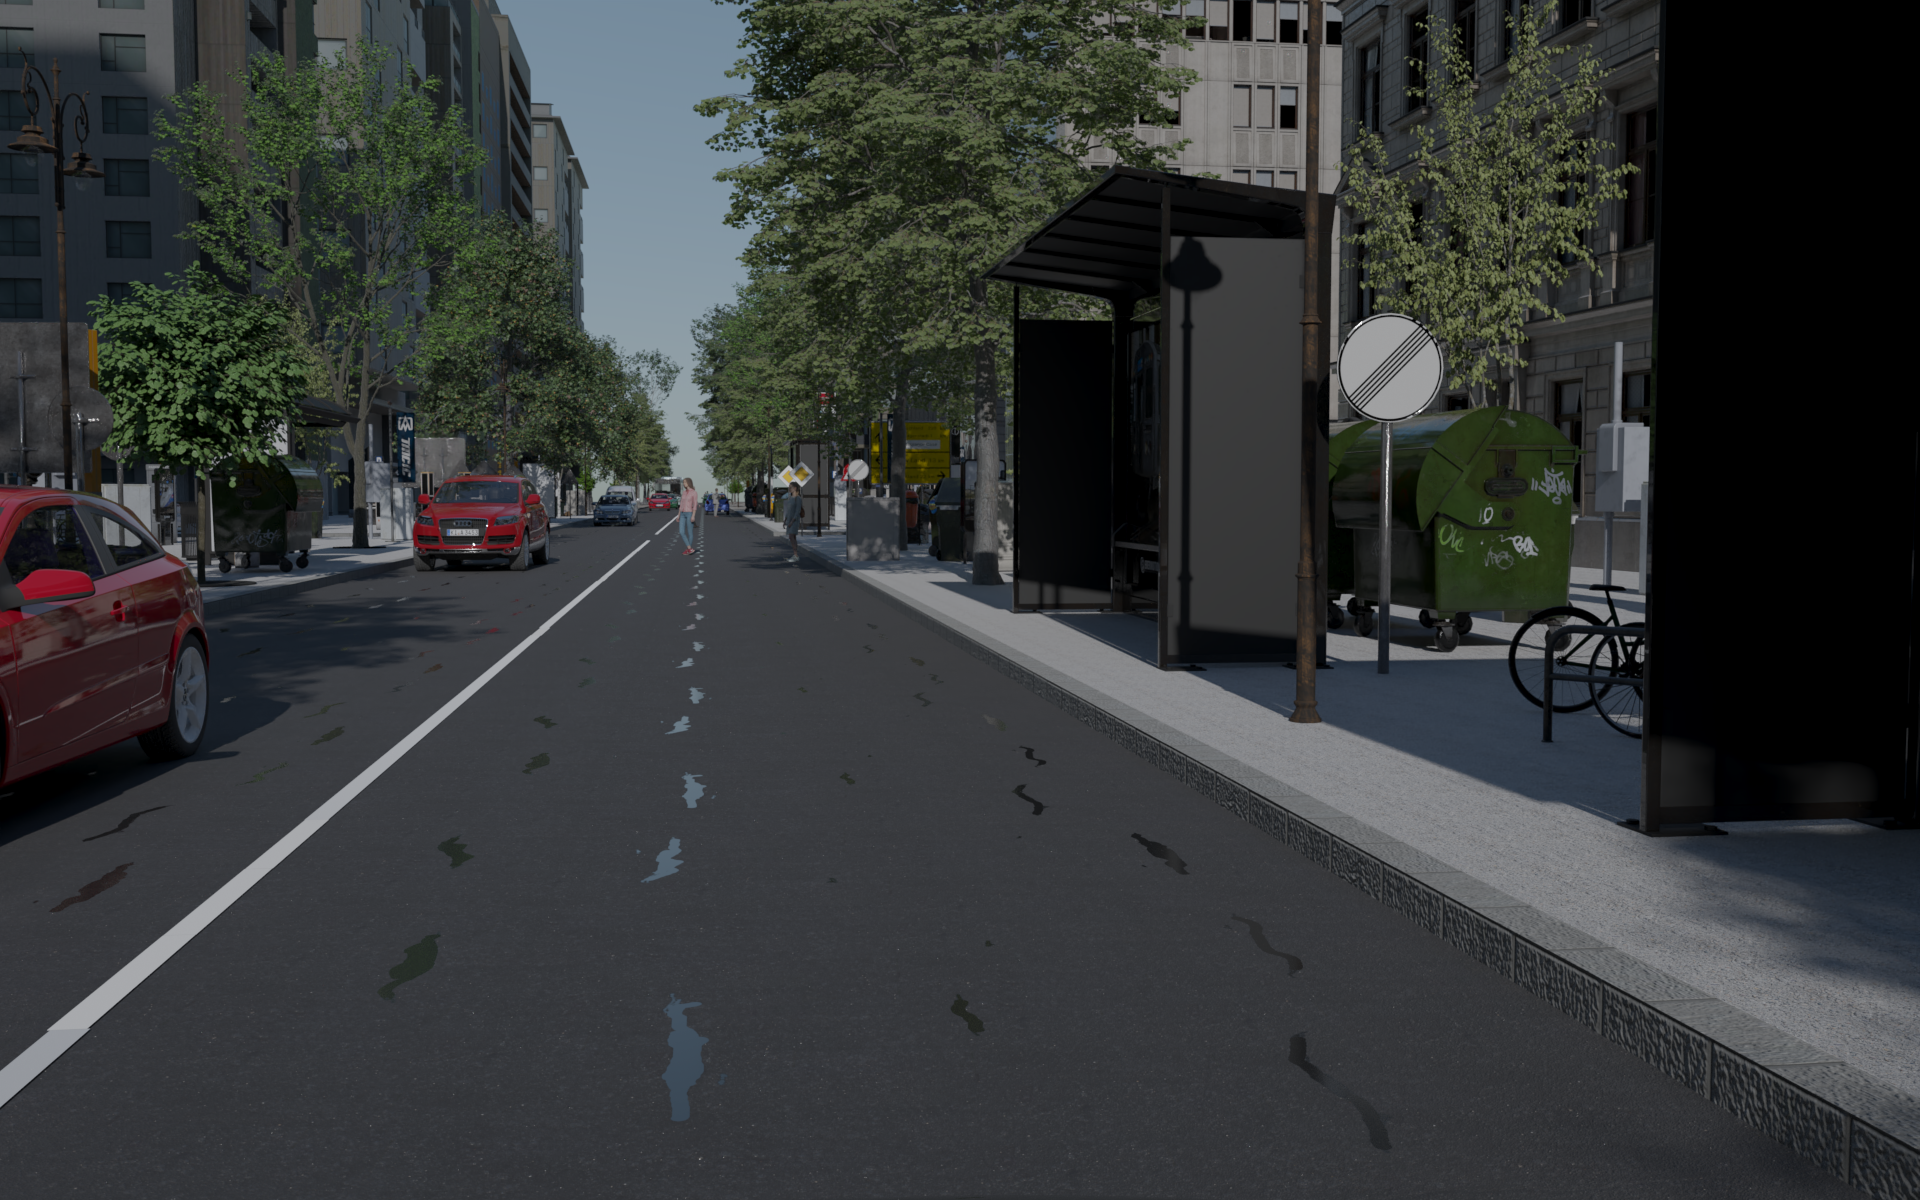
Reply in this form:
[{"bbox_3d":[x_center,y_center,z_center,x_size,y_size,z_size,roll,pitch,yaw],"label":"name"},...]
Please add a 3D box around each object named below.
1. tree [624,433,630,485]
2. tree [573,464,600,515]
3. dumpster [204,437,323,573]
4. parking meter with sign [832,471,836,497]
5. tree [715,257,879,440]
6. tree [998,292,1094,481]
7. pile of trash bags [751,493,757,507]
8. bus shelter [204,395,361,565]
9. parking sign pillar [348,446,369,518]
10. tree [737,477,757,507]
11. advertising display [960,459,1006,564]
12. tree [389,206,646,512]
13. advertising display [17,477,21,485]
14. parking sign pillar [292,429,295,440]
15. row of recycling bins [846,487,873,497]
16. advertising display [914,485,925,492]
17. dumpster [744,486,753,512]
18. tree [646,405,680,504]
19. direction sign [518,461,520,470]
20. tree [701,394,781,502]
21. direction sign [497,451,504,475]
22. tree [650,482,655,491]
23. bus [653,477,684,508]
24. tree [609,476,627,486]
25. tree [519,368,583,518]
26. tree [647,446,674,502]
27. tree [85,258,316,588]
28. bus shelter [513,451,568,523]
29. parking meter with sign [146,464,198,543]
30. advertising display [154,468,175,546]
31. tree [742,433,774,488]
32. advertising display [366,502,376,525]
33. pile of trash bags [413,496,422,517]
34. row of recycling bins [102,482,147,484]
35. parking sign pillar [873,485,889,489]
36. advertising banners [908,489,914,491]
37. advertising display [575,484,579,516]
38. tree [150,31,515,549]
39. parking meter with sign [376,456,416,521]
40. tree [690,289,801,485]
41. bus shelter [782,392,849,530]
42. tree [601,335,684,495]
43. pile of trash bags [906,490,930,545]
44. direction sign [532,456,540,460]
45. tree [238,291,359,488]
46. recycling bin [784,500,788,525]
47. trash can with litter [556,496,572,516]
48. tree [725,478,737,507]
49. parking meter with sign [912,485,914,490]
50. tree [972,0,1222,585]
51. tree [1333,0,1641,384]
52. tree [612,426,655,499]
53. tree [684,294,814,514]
[{"bbox_3d":[-35.905,-16.810,192.969,7.486,12.596,7.792,0,3,0],"label":"tree"},{"bbox_3d":[-23.317,-6.908,107.547,1.663,3.219,1.824,0,3,0],"label":"tree"},{"bbox_3d":[-11.599,-1.613,28.873,1.502,2.255,1.985,-1,4,-8],"label":"dumpster"},{"bbox_3d":[-9.232,-8.168,129.801,0.543,3.016,1.738,-1,4,-9],"label":"parking meter with sign"},{"bbox_3d":[-6.967,-9.175,75.759,9.928,11.665,9.643,0,3,0],"label":"tree"},{"bbox_3d":[2.812,-6.173,51.299,4.737,8.622,4.395,0,3,0],"label":"tree"},{"bbox_3d":[-12.134,-6.366,113.842,3.447,1.369,1.912,-3,4,-36],"label":"pile of trash bags"},{"bbox_3d":[-13.185,-2.427,33.600,2.014,3.302,5.546,-1,4,-8],"label":"bus shelter"},{"bbox_3d":[-32.494,-6.458,94.063,1.447,3.967,1.447,0,4,1],"label":"parking sign pillar"},{"bbox_3d":[-19.875,-10.438,165.267,1.663,3.219,1.824,0,3,0],"label":"tree"},{"bbox_3d":[0.434,-1.639,32.007,0.974,1.923,0.123,-3,4,-36],"label":"advertising display"},{"bbox_3d":[-18.004,-9.310,69.219,9.611,12.733,9.660,0,3,0],"label":"tree"},{"bbox_3d":[-25.125,-2.549,46.885,0.974,1.923,0.123,1,4,21],"label":"advertising display"},{"bbox_3d":[-23.063,-4.268,58.257,1.447,3.967,1.447,3,5,42],"label":"parking sign pillar"},{"bbox_3d":[-5.631,-6.112,107.036,3.534,1.692,1.069,1,4,17],"label":"row of recycling bins"},{"bbox_3d":[-2.347,-5.634,97.326,0.123,1.923,0.974,-2,4,-25],"label":"advertising display"},{"bbox_3d":[-14.699,-7.167,122.931,1.264,1.857,1.865,-1,4,-8],"label":"dumpster"},{"bbox_3d":[-26.148,-12.517,121.657,9.611,12.733,9.660,0,3,0],"label":"tree"},{"bbox_3d":[-24.788,-6.428,97.103,0.379,3.537,0.876,1,4,12],"label":"direction sign"},{"bbox_3d":[-15.255,-11.883,128.697,8.767,10.594,7.601,0,4,-2],"label":"tree"},{"bbox_3d":[-23.326,-5.898,88.434,0.876,3.537,0.379,3,4,38],"label":"direction sign"},{"bbox_3d":[-49.931,-20.473,285.101,4.360,8.622,3.978,0,3,0],"label":"tree"},{"bbox_3d":[-30.009,-11.276,179.214,2.948,3.499,13.247,0,4,-7],"label":"bus"},{"bbox_3d":[-31.018,-9.935,157.044,1.663,3.219,1.824,0,3,0],"label":"tree"},{"bbox_3d":[-21.916,-8.801,94.256,4.737,8.622,4.395,0,3,0],"label":"tree"},{"bbox_3d":[-42.801,-18.598,238.483,7.601,10.594,8.767,0,4,3],"label":"tree"},{"bbox_3d":[-10.680,-2.477,24.205,4.285,4.588,4.351,0,3,0],"label":"tree"},{"bbox_3d":[-18.954,-5.182,78.645,2.014,3.302,5.546,-1,4,-9],"label":"bus shelter"},{"bbox_3d":[-20.756,-2.981,45.003,1.738,3.016,0.543,-1,4,-21],"label":"parking meter with sign"},{"bbox_3d":[-19.819,-2.322,43.173,0.123,1.923,0.974,0,4,-4],"label":"advertising display"},{"bbox_3d":[-16.329,-11.647,140.796,4.737,8.622,4.395,0,3,0],"label":"tree"},{"bbox_3d":[-24.396,-4.067,71.709,0.974,1.923,0.123,-1,4,-16],"label":"advertising display"},{"bbox_3d":[-29.605,-5.207,94.888,1.912,1.369,3.447,1,4,15],"label":"pile of trash bags"},{"bbox_3d":[-28.950,-3.218,59.730,1.069,1.692,3.534,2,4,24],"label":"row of recycling bins"},{"bbox_3d":[-3.864,-6.233,90.388,1.447,3.967,1.447,-1,4,-12],"label":"parking sign pillar"},{"bbox_3d":[-1.445,-3.264,49.553,0.090,3.025,2.074,-1,4,-8],"label":"advertising banners"},{"bbox_3d":[-22.536,-5.912,101.882,0.123,1.923,0.974,-1,4,-17],"label":"advertising display"},{"bbox_3d":[-14.230,-7.010,40.371,9.928,11.665,9.643,0,3,0],"label":"tree"},{"bbox_3d":[-26.346,-5.181,80.974,0.543,3.016,1.738,3,5,42],"label":"parking meter with sign"},{"bbox_3d":[-17.130,-18.225,153.875,12.611,20.169,13.585,0,3,0],"label":"tree"},{"bbox_3d":[-5.564,-5.378,65.561,2.179,5.291,8.768,-1,4,-8],"label":"bus shelter"},{"bbox_3d":[-39.695,-21.445,206.514,12.611,20.169,13.585,0,3,0],"label":"tree"},{"bbox_3d":[-1.647,-2.130,44.582,1.912,1.369,3.447,-1,4,-17],"label":"pile of trash bags"},{"bbox_3d":[-19.885,-5.512,82.116,0.379,3.537,0.876,3,5,43],"label":"direction sign"},{"bbox_3d":[-24.907,-6.817,61.823,4.737,8.622,4.395,0,3,0],"label":"tree"},{"bbox_3d":[-6.786,-3.599,71.397,0.722,1.027,0.722,2,4,31],"label":"recycling bin"},{"bbox_3d":[-22.725,-5.362,99.059,0.624,1.170,1.055,3,4,39],"label":"trash can with litter"},{"bbox_3d":[-23.021,-11.236,178.317,1.663,3.219,1.824,0,3,0],"label":"tree"},{"bbox_3d":[-2.900,-7.298,115.583,0.543,3.016,1.738,-1,4,-18],"label":"parking meter with sign"},{"bbox_3d":[-0.035,-6.484,24.139,7.486,12.596,7.792,0,3,0],"label":"tree"},{"bbox_3d":[7.743,-4.603,25.617,4.737,8.622,4.395,0,3,0],"label":"tree"},{"bbox_3d":[-29.742,-12.389,152.917,4.737,8.622,4.395,0,3,0],"label":"tree"},{"bbox_3d":[-12.679,-12.478,110.670,9.857,13.997,8.962,0,3,0],"label":"tree"}]
